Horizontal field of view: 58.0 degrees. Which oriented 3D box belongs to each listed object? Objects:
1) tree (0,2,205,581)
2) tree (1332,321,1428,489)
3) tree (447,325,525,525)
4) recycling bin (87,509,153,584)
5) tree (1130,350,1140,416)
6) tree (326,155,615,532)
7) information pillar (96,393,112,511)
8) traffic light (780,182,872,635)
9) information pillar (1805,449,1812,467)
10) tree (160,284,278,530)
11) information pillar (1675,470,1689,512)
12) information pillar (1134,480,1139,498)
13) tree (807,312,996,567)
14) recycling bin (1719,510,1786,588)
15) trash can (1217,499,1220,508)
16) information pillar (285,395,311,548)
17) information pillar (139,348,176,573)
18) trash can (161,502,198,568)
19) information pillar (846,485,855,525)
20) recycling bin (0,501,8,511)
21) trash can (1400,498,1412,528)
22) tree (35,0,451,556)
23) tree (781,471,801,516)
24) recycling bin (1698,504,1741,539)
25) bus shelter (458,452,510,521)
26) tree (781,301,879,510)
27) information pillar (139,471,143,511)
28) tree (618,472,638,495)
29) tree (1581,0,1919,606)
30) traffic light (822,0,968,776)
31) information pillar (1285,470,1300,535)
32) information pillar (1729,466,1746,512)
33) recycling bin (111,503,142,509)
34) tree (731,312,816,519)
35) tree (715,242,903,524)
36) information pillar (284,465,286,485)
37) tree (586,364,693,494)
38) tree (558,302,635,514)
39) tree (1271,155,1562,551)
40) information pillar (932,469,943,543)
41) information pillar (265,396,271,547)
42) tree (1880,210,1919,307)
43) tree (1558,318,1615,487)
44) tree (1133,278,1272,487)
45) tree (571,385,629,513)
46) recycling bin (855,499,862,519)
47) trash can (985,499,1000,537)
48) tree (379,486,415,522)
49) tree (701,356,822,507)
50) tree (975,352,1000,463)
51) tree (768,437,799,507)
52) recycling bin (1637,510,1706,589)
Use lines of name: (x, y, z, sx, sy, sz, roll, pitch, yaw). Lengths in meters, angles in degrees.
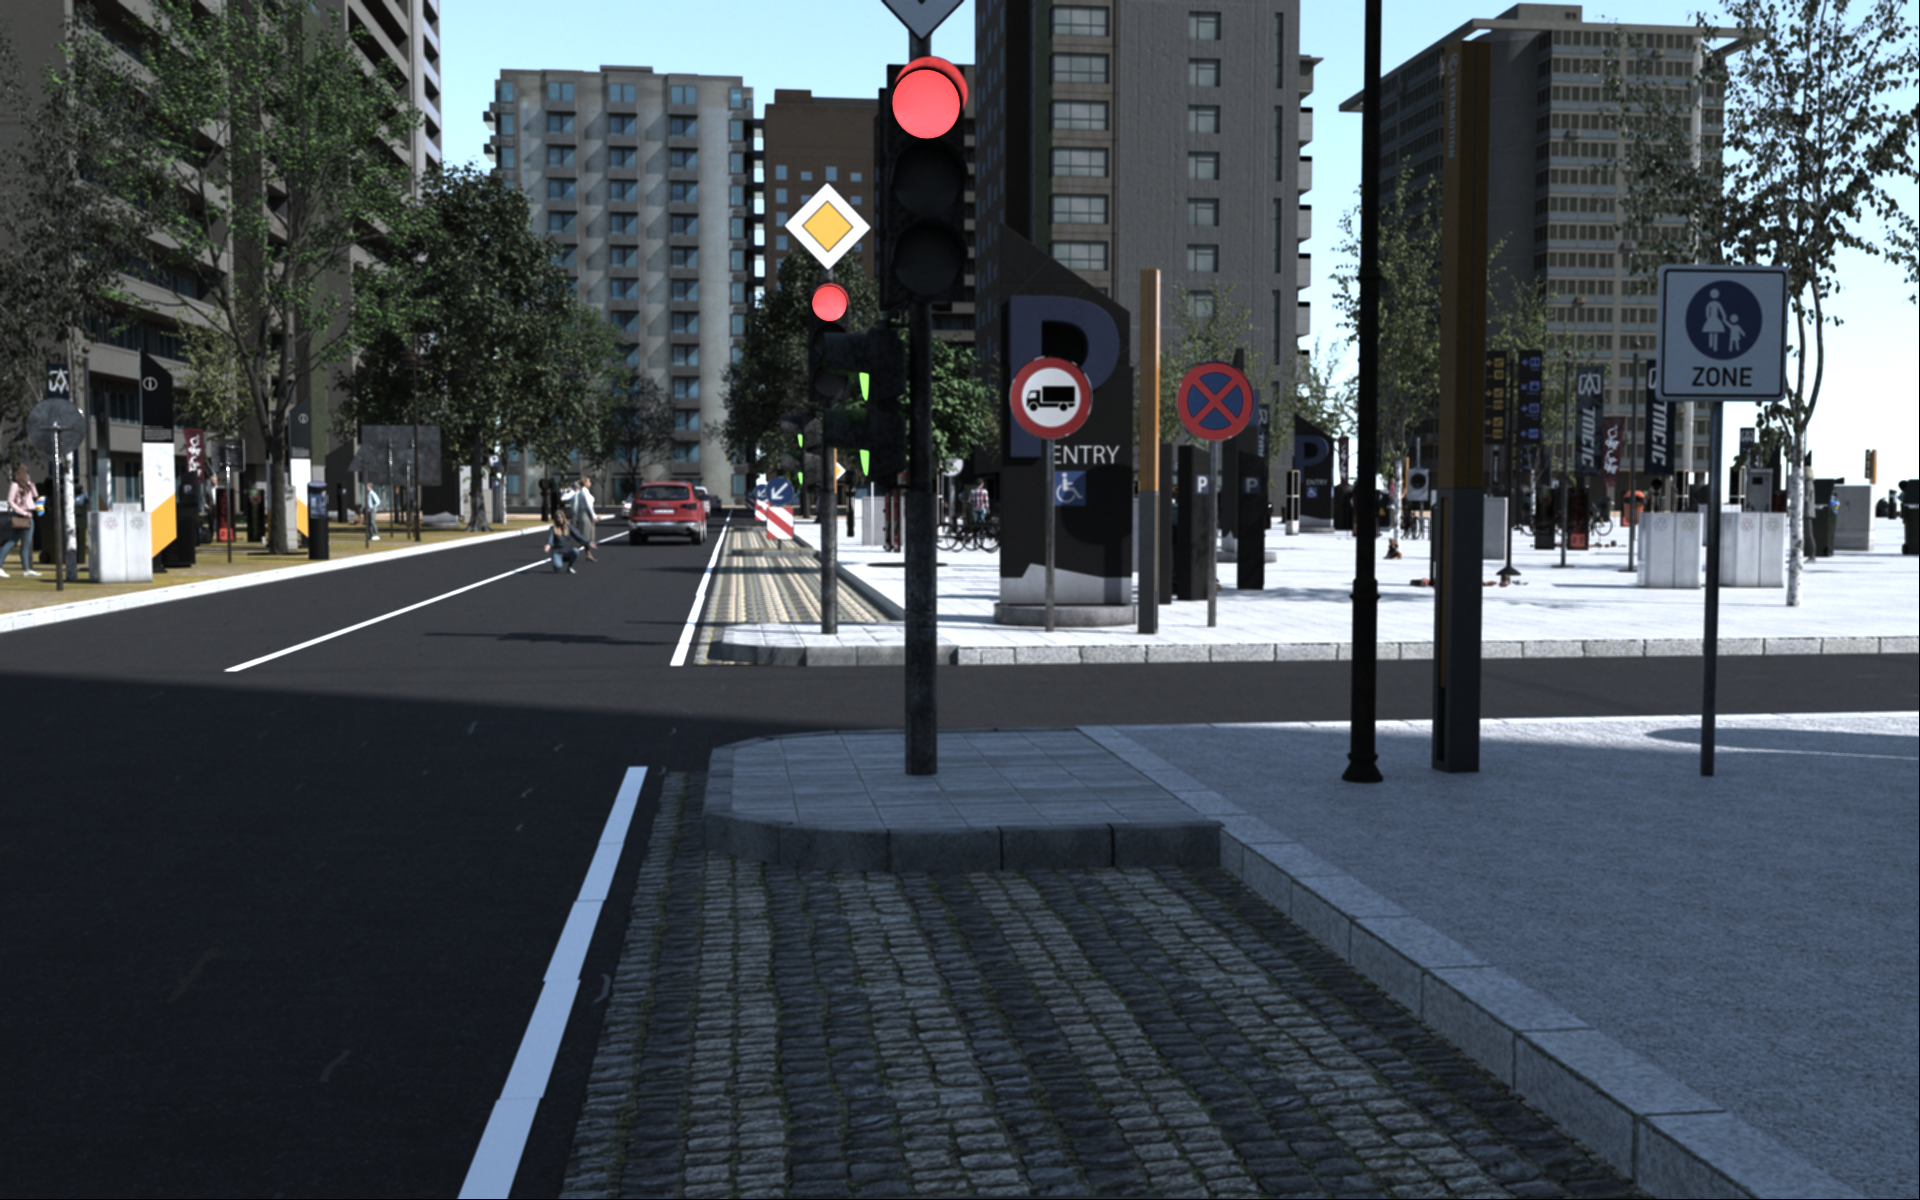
tree: (-13.415, -4.588, 25.373, 4.360, 8.622, 3.978, 0, 3, 0)
tree: (18.131, -7.563, 74.020, 4.360, 8.622, 3.978, 0, 3, 0)
tree: (-19.260, -7.475, 72.577, 4.737, 8.622, 4.395, 0, 3, 0)
recycling bin: (-12.214, -0.772, 25.181, 0.722, 1.027, 0.722, -3, 4, -37)
tree: (4.643, -6.922, 63.538, 4.360, 8.622, 3.978, 0, 3, 0)
tree: (-16.582, -8.672, 58.798, 9.611, 12.733, 9.660, 0, 3, 0)
information pillar: (-19.928, -2.996, 40.337, 0.504, 3.616, 0.183, 3, 5, 39)
traffic light: (-1.217, -1.642, 15.768, 0.839, 4.253, 0.868, 0, 4, -7)
information pillar: (44.571, -6.097, 91.044, 0.183, 3.616, 0.504, 0, 4, -3)
tree: (-26.271, -6.773, 61.095, 4.737, 8.622, 4.395, 0, 3, 0)
information pillar: (22.128, -2.974, 53.123, 0.304, 2.012, 0.304, -3, 5, -41)
information pillar: (9.477, -5.395, 92.700, 0.304, 2.012, 0.304, 2, 4, 24)
tree: (-1.022, -2.886, 30.901, 4.285, 4.588, 4.351, 0, 3, 0)
recycling bin: (10.933, -0.700, 23.997, 0.722, 1.027, 0.722, 0, 4, 2)
trash can: (6.879, -2.244, 48.339, 0.748, 1.137, 0.748, 0, 3, 0)
information pillar: (-15.598, -3.035, 40.979, 0.183, 3.616, 0.504, 3, 5, 44)
information pillar: (-13.009, -2.245, 28.067, 0.504, 3.616, 0.183, -3, 4, -37)
trash can: (-13.652, -1.132, 30.158, 0.748, 1.137, 0.748, 0, 3, 0)
information pillar: (-4.339, -3.924, 68.643, 0.304, 2.012, 0.304, -1, 4, -10)
recycling bin: (-34.433, -3.018, 61.891, 0.722, 1.027, 0.722, -3, 4, -38)
trash can: (16.081, -3.135, 62.904, 0.748, 1.137, 0.748, 0, 3, 0)
tree: (-14.466, -6.748, 36.084, 9.928, 11.665, 9.643, 0, 3, 0)
tree: (-9.877, -6.542, 101.556, 1.663, 3.219, 1.824, 0, 3, 0)
recycling bin: (18.681, -1.838, 42.610, 0.722, 1.027, 0.722, -1, 4, -23)
bus shelter: (-23.253, -5.517, 84.131, 2.014, 3.302, 5.546, 0, 4, -7)
tree: (-4.162, -6.888, 62.989, 4.360, 8.622, 3.978, 0, 3, 0)
information pillar: (-26.447, -3.167, 56.269, 0.304, 2.012, 0.304, -1, 4, -13)
tree: (-29.001, -9.583, 151.283, 1.663, 3.219, 1.824, 0, 3, 0)
tree: (9.329, -4.238, 19.654, 4.360, 8.622, 3.978, 0, 3, 0)
traffic light: (-0.198, -1.158, 7.848, 0.839, 4.253, 0.868, 0, 4, -7)
information pillar: (10.347, -3.021, 53.883, 0.304, 2.012, 0.304, -2, 4, -34)
information pillar: (20.521, -2.524, 45.752, 0.304, 2.012, 0.304, -3, 4, -39)
recycling bin: (-23.448, -2.214, 48.750, 0.722, 1.027, 0.722, -1, 4, -20)
tree: (-8.116, -9.998, 89.225, 9.928, 11.665, 9.643, 0, 3, 0)
tree: (-5.818, -9.671, 75.128, 9.611, 12.733, 9.660, 0, 3, 0)
information pillar: (-25.707, -4.568, 66.040, 0.504, 3.616, 0.183, 0, 4, 5)
tree: (-30.928, -15.492, 163.661, 12.009, 13.543, 11.850, 0, 3, 0)
tree: (-21.099, -10.198, 92.499, 9.928, 11.665, 9.643, 0, 3, 0)
tree: (10.048, -5.406, 38.753, 4.737, 8.622, 4.395, 0, 3, 0)
information pillar: (-0.653, -2.530, 45.862, 0.304, 2.012, 0.304, 1, 4, 23)
information pillar: (-16.714, -3.088, 41.839, 0.183, 3.616, 0.504, -1, 4, -22)
tree: (17.297, -4.717, 27.493, 4.737, 8.622, 4.395, 0, 3, 0)
tree: (19.378, -6.585, 58.031, 4.737, 8.622, 4.395, 0, 3, 0)
tree: (8.147, -6.604, 58.333, 4.737, 8.622, 4.395, 0, 3, 0)
tree: (-24.248, -10.180, 116.807, 4.737, 8.622, 4.395, 0, 3, 0)
recycling bin: (-5.388, -4.761, 90.392, 0.722, 1.027, 0.722, -2, 4, -29)
trash can: (1.054, -2.474, 52.108, 0.748, 1.137, 0.748, 0, 3, 0)
tree: (-25.496, -5.822, 78.909, 4.285, 4.588, 4.351, 0, 3, 0)
tree: (-16.083, -14.991, 155.474, 12.009, 13.543, 11.850, 0, 3, 0)
tree: (2.682, -8.389, 87.526, 4.737, 8.622, 4.395, 0, 3, 0)
tree: (-14.215, -11.523, 138.760, 4.737, 8.622, 4.395, 0, 3, 0)
recycling bin: (9.710, -0.682, 23.709, 0.722, 1.027, 0.722, 1, 4, 12)
